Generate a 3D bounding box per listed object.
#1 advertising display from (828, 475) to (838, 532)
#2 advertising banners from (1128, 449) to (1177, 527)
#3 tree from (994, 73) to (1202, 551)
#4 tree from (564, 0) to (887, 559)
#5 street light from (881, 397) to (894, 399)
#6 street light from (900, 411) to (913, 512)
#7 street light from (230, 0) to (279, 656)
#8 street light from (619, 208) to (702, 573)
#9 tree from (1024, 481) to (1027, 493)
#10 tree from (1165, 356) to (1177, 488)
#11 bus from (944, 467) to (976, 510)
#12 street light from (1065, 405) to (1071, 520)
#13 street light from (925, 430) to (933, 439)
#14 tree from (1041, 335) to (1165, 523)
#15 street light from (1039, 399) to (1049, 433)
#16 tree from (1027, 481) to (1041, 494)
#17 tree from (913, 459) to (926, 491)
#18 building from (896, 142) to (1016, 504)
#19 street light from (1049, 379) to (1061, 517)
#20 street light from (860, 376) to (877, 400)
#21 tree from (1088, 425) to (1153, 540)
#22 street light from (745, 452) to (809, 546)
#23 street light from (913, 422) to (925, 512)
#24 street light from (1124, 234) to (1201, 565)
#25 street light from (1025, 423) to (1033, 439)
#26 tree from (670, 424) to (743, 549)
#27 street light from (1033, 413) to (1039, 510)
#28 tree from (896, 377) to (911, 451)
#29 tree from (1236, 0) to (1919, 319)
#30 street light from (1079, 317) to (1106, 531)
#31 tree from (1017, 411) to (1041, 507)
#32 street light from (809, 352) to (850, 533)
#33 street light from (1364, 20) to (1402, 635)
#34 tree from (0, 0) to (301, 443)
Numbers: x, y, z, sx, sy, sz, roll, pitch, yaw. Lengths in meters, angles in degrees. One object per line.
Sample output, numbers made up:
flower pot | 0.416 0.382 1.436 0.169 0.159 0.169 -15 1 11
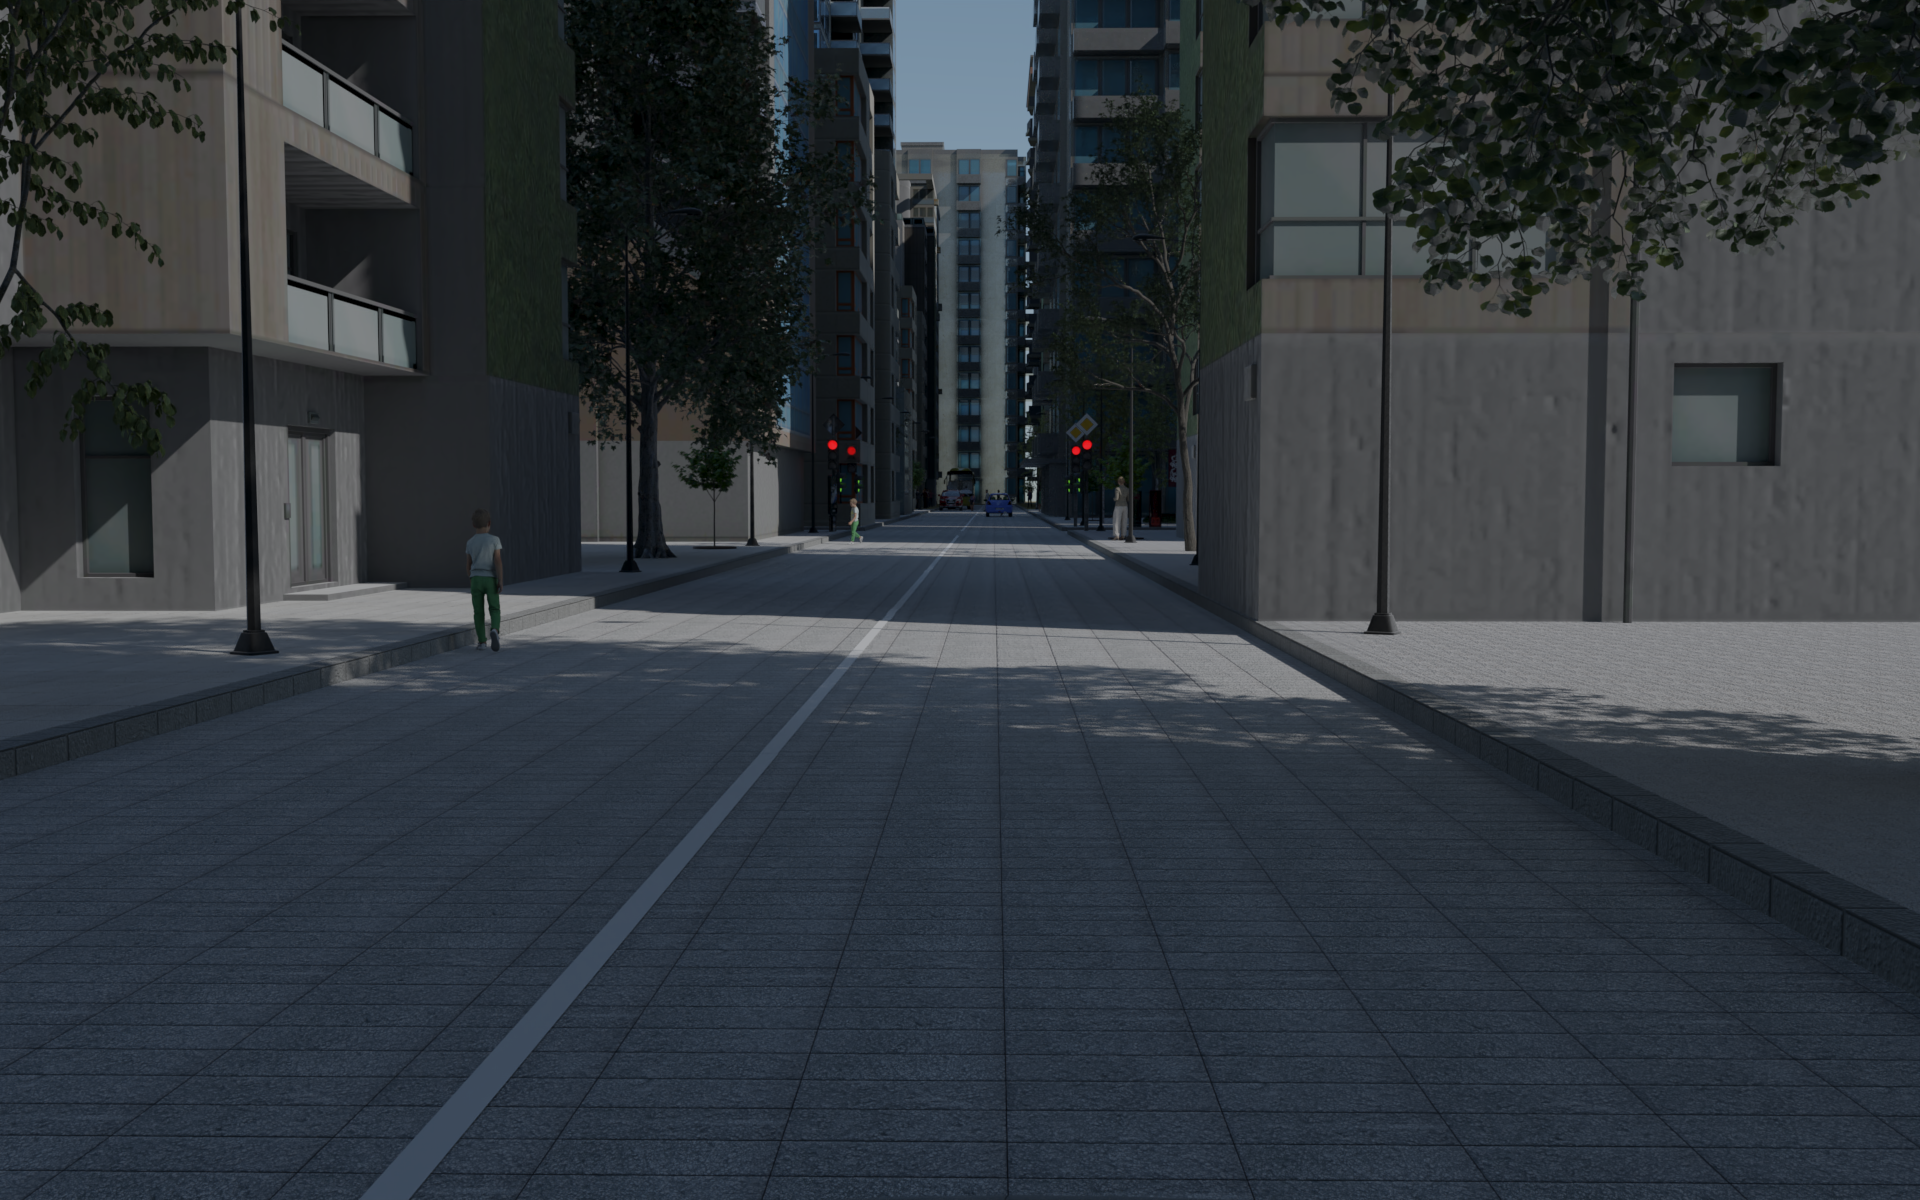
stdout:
advertising display | -4.343 -3.293 59.051 0.123 1.923 0.974 1 4 9
advertising banners | 7.535 -4.333 67.039 2.074 3.025 0.090 0 4 0
tree | 4.905 -6.383 38.781 7.601 10.594 8.767 2 4 29
tree | -6.242 -7.180 34.397 9.611 12.733 9.660 0 3 0
street light | -3.846 -6.747 82.861 1.470 5.913 1.316 0 4 1
street light | -3.521 -7.624 97.187 1.470 5.913 1.316 0 4 1
street light | -5.125 -2.518 13.713 1.470 5.913 1.316 0 4 1
street light | -4.880 -3.409 28.273 1.470 5.913 1.316 0 4 1
tree | 8.922 -13.856 221.139 1.663 3.219 1.824 0 3 0
tree | 9.693 -8.333 86.613 4.737 8.622 4.395 0 3 0
bus | 0.081 -10.530 163.706 2.896 3.916 12.252 0 4 1
street light | 4.330 -5.333 59.735 1.470 5.913 1.316 0 4 1
street light | -2.946 -9.393 126.120 1.470 5.913 1.316 0 4 1
tree | 6.270 -7.743 76.964 4.737 8.622 4.395 0 3 0
street light | 4.730 -6.858 84.667 1.470 5.913 1.316 0 4 1
tree | 6.255 -7.942 124.459 1.663 3.219 1.824 0 3 0
tree | -4.352 -9.446 138.163 4.285 4.588 4.351 0 3 0
building | -5.145 -37.838 238.256 30.456 49.044 23.786 0 4 1
street light | 4.447 -5.954 69.895 1.470 5.913 1.316 0 4 1
street light | -4.156 -5.848 68.156 1.470 5.913 1.316 0 4 1
tree | 4.717 -3.336 49.141 1.663 3.219 1.824 0 3 0
street light | -4.589 -4.285 42.600 1.470 5.913 1.316 0 4 1
street light | -3.208 -8.506 111.616 1.470 5.913 1.316 0 4 1
street light | 3.774 -3.580 31.080 1.470 5.913 1.316 0 4 1
street light | 5.229 -8.654 114.033 1.470 5.913 1.316 0 4 1
tree | -5.771 -2.821 40.723 1.663 3.219 1.824 0 3 0
street light | 5.054 -7.734 98.993 1.470 5.913 1.316 0 4 1
tree | -4.756 -9.172 100.331 4.360 8.622 3.978 0 3 0
tree | 4.850 -6.158 7.336 9.857 13.997 8.962 0 3 0
street light | 3.947 -4.457 45.410 1.470 5.913 1.316 0 4 1
tree | 6.548 -11.996 146.497 4.737 8.622 4.395 0 3 0
street light | -4.296 -5.161 56.927 1.470 5.913 1.316 0 4 1
street light | 3.341 -2.642 15.745 1.470 5.913 1.316 0 4 1
tree | -6.005 -3.654 10.099 4.737 8.622 4.395 0 3 0
